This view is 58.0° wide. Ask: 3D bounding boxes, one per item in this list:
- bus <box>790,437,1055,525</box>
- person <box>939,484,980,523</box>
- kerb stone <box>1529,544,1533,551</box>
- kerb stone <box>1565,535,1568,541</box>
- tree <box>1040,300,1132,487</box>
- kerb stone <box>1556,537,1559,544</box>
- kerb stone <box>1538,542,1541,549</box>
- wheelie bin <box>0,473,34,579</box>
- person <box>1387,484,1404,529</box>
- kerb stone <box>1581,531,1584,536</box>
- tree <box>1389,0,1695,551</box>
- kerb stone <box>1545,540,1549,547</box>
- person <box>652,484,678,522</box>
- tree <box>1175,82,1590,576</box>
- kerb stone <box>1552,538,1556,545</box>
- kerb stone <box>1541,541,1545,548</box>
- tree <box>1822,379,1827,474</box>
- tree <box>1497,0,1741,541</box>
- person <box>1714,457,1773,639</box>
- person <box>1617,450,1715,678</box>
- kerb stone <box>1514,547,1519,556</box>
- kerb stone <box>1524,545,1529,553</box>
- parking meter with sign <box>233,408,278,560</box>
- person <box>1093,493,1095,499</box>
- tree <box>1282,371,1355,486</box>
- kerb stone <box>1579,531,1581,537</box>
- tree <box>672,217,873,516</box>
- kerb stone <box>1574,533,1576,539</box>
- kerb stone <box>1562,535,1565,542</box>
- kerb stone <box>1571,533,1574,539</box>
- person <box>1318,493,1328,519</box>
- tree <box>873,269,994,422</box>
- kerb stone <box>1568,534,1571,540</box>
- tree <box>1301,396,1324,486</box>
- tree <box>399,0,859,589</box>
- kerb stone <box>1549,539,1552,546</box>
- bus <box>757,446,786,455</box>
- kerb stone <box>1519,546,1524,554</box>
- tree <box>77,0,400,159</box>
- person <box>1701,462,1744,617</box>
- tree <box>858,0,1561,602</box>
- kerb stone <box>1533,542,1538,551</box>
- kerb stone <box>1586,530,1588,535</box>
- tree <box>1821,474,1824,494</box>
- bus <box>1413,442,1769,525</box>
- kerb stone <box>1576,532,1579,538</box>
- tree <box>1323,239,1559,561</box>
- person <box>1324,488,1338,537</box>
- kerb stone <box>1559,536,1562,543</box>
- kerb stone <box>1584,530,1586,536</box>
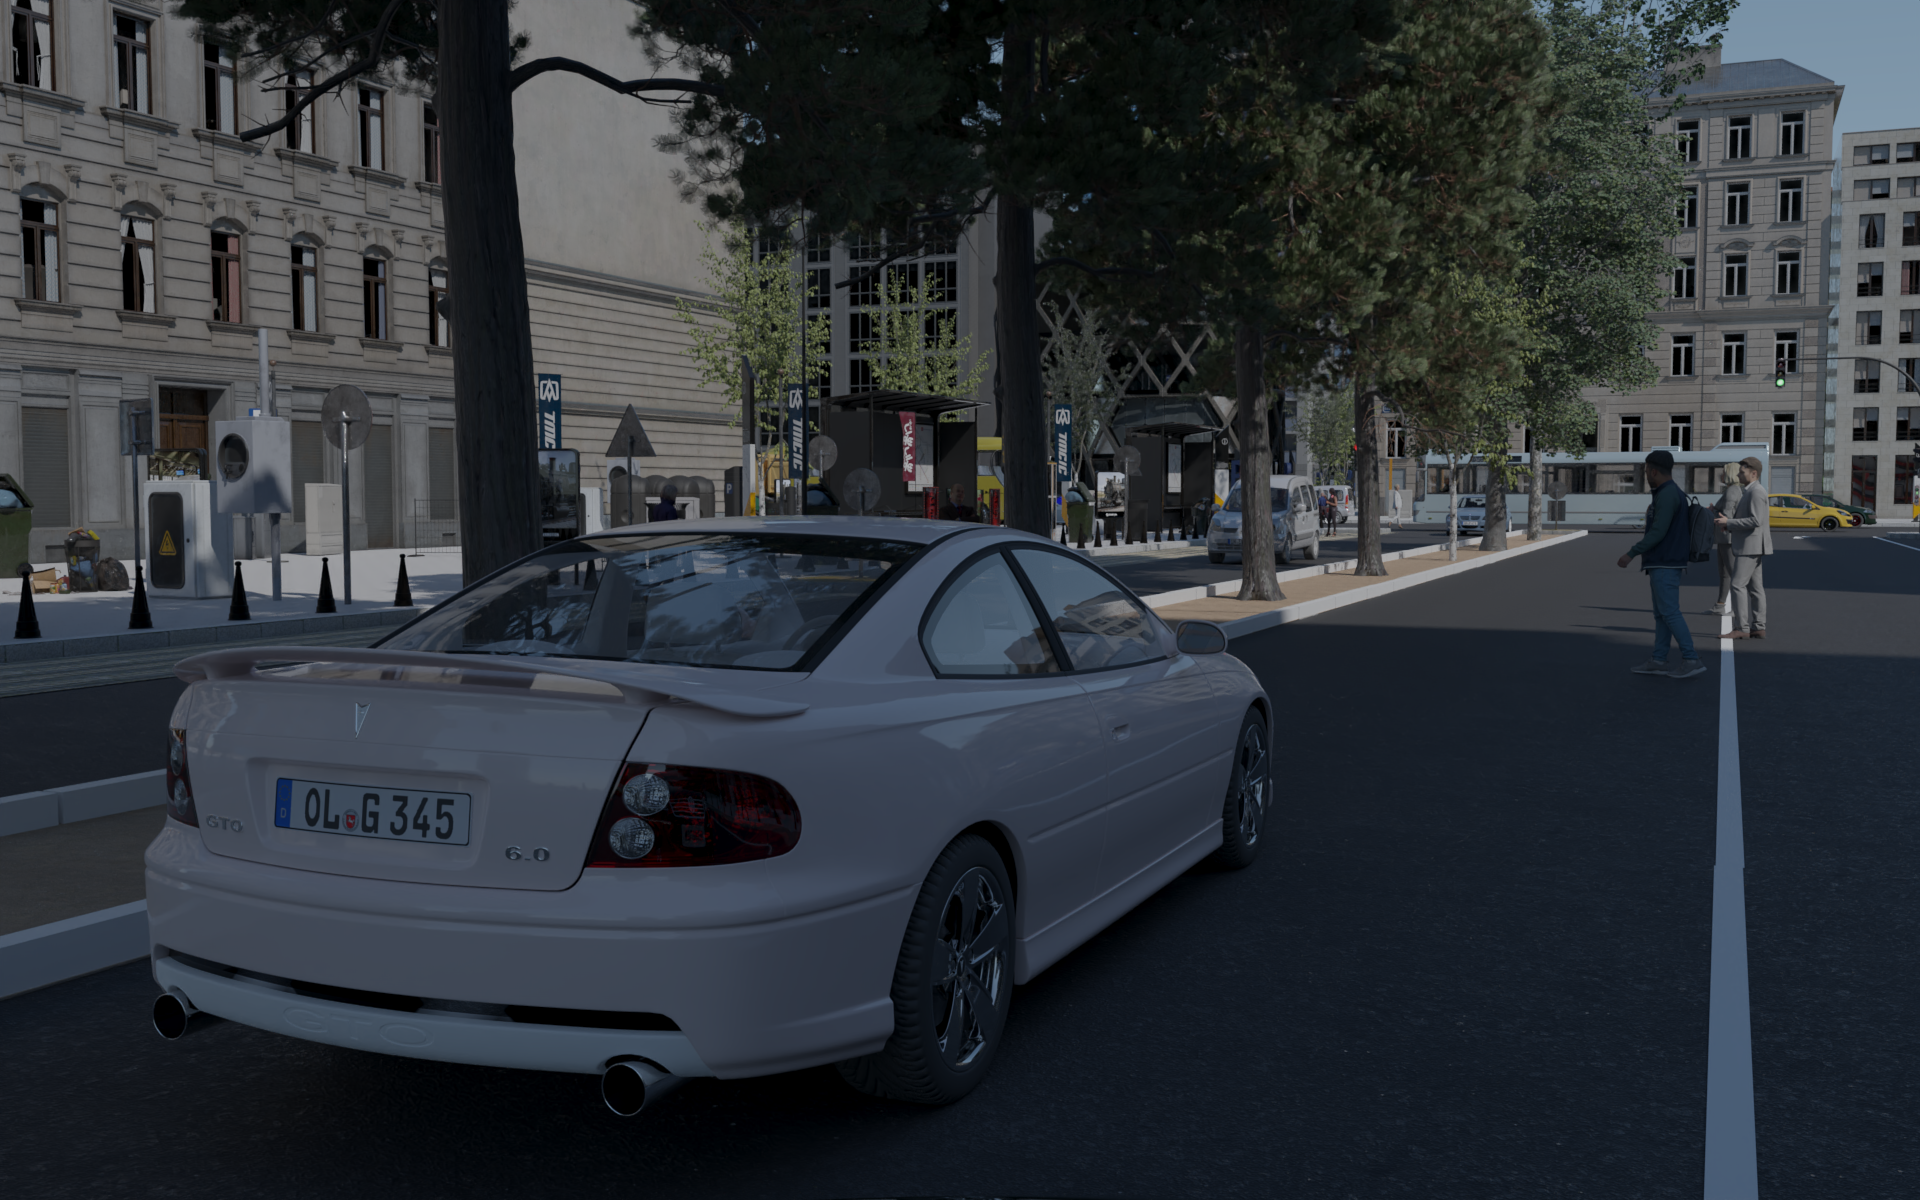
[{"bbox_3d":[-1.663,-5.201,76.589,12.252,3.916,2.896,2,4,24],"label":"bus"},{"bbox_3d":[0.007,-0.525,19.357,0.482,1.546,0.388,-1,4,-20],"label":"person"},{"bbox_3d":[13.986,-1.261,42.806,0.120,0.150,1.000,2,4,24],"label":"kerb stone"},{"bbox_3d":[18.156,-1.837,52.232,0.120,0.150,1.000,2,4,24],"label":"kerb stone"},{"bbox_3d":[4.223,-6.900,63.182,4.360,8.622,3.978,0,3,0],"label":"tree"},{"bbox_3d":[16.905,-1.663,49.414,0.120,0.150,1.000,2,4,24],"label":"kerb stone"},{"bbox_3d":[14.815,-1.372,44.692,0.120,0.150,1.000,2,4,24],"label":"kerb stone"},{"bbox_3d":[-14.553,-1.132,26.411,0.693,1.594,0.980,-3,5,-43],"label":"wheelie bin"},{"bbox_3d":[18.006,-3.867,71.604,0.818,1.842,0.514,-1,4,-11],"label":"person"},{"bbox_3d":[20.658,-2.183,57.893,0.120,0.150,1.000,2,4,24],"label":"kerb stone"},{"bbox_3d":[13.368,-8.187,42.973,9.857,13.997,8.962,0,3,0],"label":"tree"},{"bbox_3d":[15.658,-1.492,46.588,0.120,0.150,1.000,2,4,24],"label":"kerb stone"},{"bbox_3d":[-3.811,-0.700,22.151,0.471,1.553,0.569,0,4,-3],"label":"person"},{"bbox_3d":[7.074,-6.448,29.934,6.751,12.117,7.091,0,3,0],"label":"tree"},{"bbox_3d":[16.493,-1.607,48.472,0.120,0.150,1.000,2,4,24],"label":"kerb stone"},{"bbox_3d":[15.231,-1.434,45.641,0.120,0.150,1.000,2,4,24],"label":"kerb stone"},{"bbox_3d":[78.526,-14.205,154.308,6.751,12.117,7.091,0,3,0],"label":"tree"},{"bbox_3d":[16.830,-11.951,53.740,12.611,20.169,13.585,0,3,0],"label":"tree"},{"bbox_3d":[7.750,-0.520,17.207,0.583,1.804,0.606,1,4,18],"label":"person"},{"bbox_3d":[5.583,-0.298,13.713,0.721,1.781,0.623,1,4,19],"label":"person"},{"bbox_3d":[12.738,-1.082,39.978,0.120,0.150,1.000,2,4,24],"label":"kerb stone"},{"bbox_3d":[13.571,-1.196,41.869,0.120,0.150,1.000,2,4,24],"label":"kerb stone"},{"bbox_3d":[-14.054,-2.338,34.485,0.543,3.016,1.738,0,4,-8],"label":"parking meter with sign"},{"bbox_3d":[5.739,-3.853,72.090,0.593,1.750,0.643,3,5,42],"label":"person"},{"bbox_3d":[18.848,-8.534,89.894,4.360,8.622,3.978,0,3,0],"label":"tree"},{"bbox_3d":[20.244,-2.126,56.951,0.120,0.150,1.000,2,4,24],"label":"kerb stone"},{"bbox_3d":[-4.914,-5.636,42.517,4.737,8.622,4.395,0,3,0],"label":"tree"},{"bbox_3d":[19.415,-2.011,55.067,0.120,0.150,1.000,2,4,24],"label":"kerb stone"},{"bbox_3d":[17.736,-1.780,51.297,0.120,0.150,1.000,2,4,24],"label":"kerb stone"},{"bbox_3d":[18.990,-1.950,54.118,0.120,0.150,1.000,2,4,24],"label":"kerb stone"},{"bbox_3d":[16.478,-4.115,78.472,0.574,1.496,0.600,1,4,11],"label":"person"},{"bbox_3d":[-1.347,-6.535,57.209,4.737,8.622,4.395,0,3,0],"label":"tree"},{"bbox_3d":[18.570,-1.895,53.175,0.120,0.150,1.000,2,4,24],"label":"kerb stone"},{"bbox_3d":[24.384,-9.787,110.385,4.737,8.622,4.395,0,3,0],"label":"tree"},{"bbox_3d":[0.582,-6.494,16.064,7.806,13.903,7.818,0,3,0],"label":"tree"},{"bbox_3d":[16.075,-1.547,47.536,0.120,0.150,1.000,2,4,24],"label":"kerb stone"},{"bbox_3d":[-5.579,-5.873,87.577,12.252,3.916,2.896,2,4,26],"label":"bus"},{"bbox_3d":[13.148,-1.146,40.927,0.120,0.150,1.000,2,4,24],"label":"kerb stone"},{"bbox_3d":[-2.386,-6.047,8.746,7.806,13.903,7.818,0,3,0],"label":"tree"},{"bbox_3d":[8.961,-0.712,20.325,0.526,1.800,0.537,2,4,35],"label":"person"},{"bbox_3d":[3.938,-6.932,23.211,7.806,13.903,7.818,0,3,0],"label":"tree"},{"bbox_3d":[14.409,-1.317,43.742,0.120,0.150,1.000,2,4,24],"label":"kerb stone"},{"bbox_3d":[21.492,-2.295,59.772,0.120,0.150,1.000,2,4,24],"label":"kerb stone"},{"bbox_3d":[83.144,-10.542,166.961,1.663,3.219,1.824,0,3,0],"label":"tree"},{"bbox_3d":[23.089,-4.297,65.122,13.247,3.499,2.948,2,4,25],"label":"bus"},{"bbox_3d":[19.825,-2.060,56.007,0.120,0.150,1.000,2,4,24],"label":"kerb stone"},{"bbox_3d":[10.426,-5.110,36.362,4.737,8.622,4.395,0,3,0],"label":"tree"},{"bbox_3d":[12.323,-2.919,57.691,0.593,1.643,0.415,3,5,41],"label":"person"},{"bbox_3d":[17.324,-1.720,50.353,0.120,0.150,1.000,2,4,24],"label":"kerb stone"},{"bbox_3d":[21.068,-2.241,58.833,0.120,0.150,1.000,2,4,24],"label":"kerb stone"}]
